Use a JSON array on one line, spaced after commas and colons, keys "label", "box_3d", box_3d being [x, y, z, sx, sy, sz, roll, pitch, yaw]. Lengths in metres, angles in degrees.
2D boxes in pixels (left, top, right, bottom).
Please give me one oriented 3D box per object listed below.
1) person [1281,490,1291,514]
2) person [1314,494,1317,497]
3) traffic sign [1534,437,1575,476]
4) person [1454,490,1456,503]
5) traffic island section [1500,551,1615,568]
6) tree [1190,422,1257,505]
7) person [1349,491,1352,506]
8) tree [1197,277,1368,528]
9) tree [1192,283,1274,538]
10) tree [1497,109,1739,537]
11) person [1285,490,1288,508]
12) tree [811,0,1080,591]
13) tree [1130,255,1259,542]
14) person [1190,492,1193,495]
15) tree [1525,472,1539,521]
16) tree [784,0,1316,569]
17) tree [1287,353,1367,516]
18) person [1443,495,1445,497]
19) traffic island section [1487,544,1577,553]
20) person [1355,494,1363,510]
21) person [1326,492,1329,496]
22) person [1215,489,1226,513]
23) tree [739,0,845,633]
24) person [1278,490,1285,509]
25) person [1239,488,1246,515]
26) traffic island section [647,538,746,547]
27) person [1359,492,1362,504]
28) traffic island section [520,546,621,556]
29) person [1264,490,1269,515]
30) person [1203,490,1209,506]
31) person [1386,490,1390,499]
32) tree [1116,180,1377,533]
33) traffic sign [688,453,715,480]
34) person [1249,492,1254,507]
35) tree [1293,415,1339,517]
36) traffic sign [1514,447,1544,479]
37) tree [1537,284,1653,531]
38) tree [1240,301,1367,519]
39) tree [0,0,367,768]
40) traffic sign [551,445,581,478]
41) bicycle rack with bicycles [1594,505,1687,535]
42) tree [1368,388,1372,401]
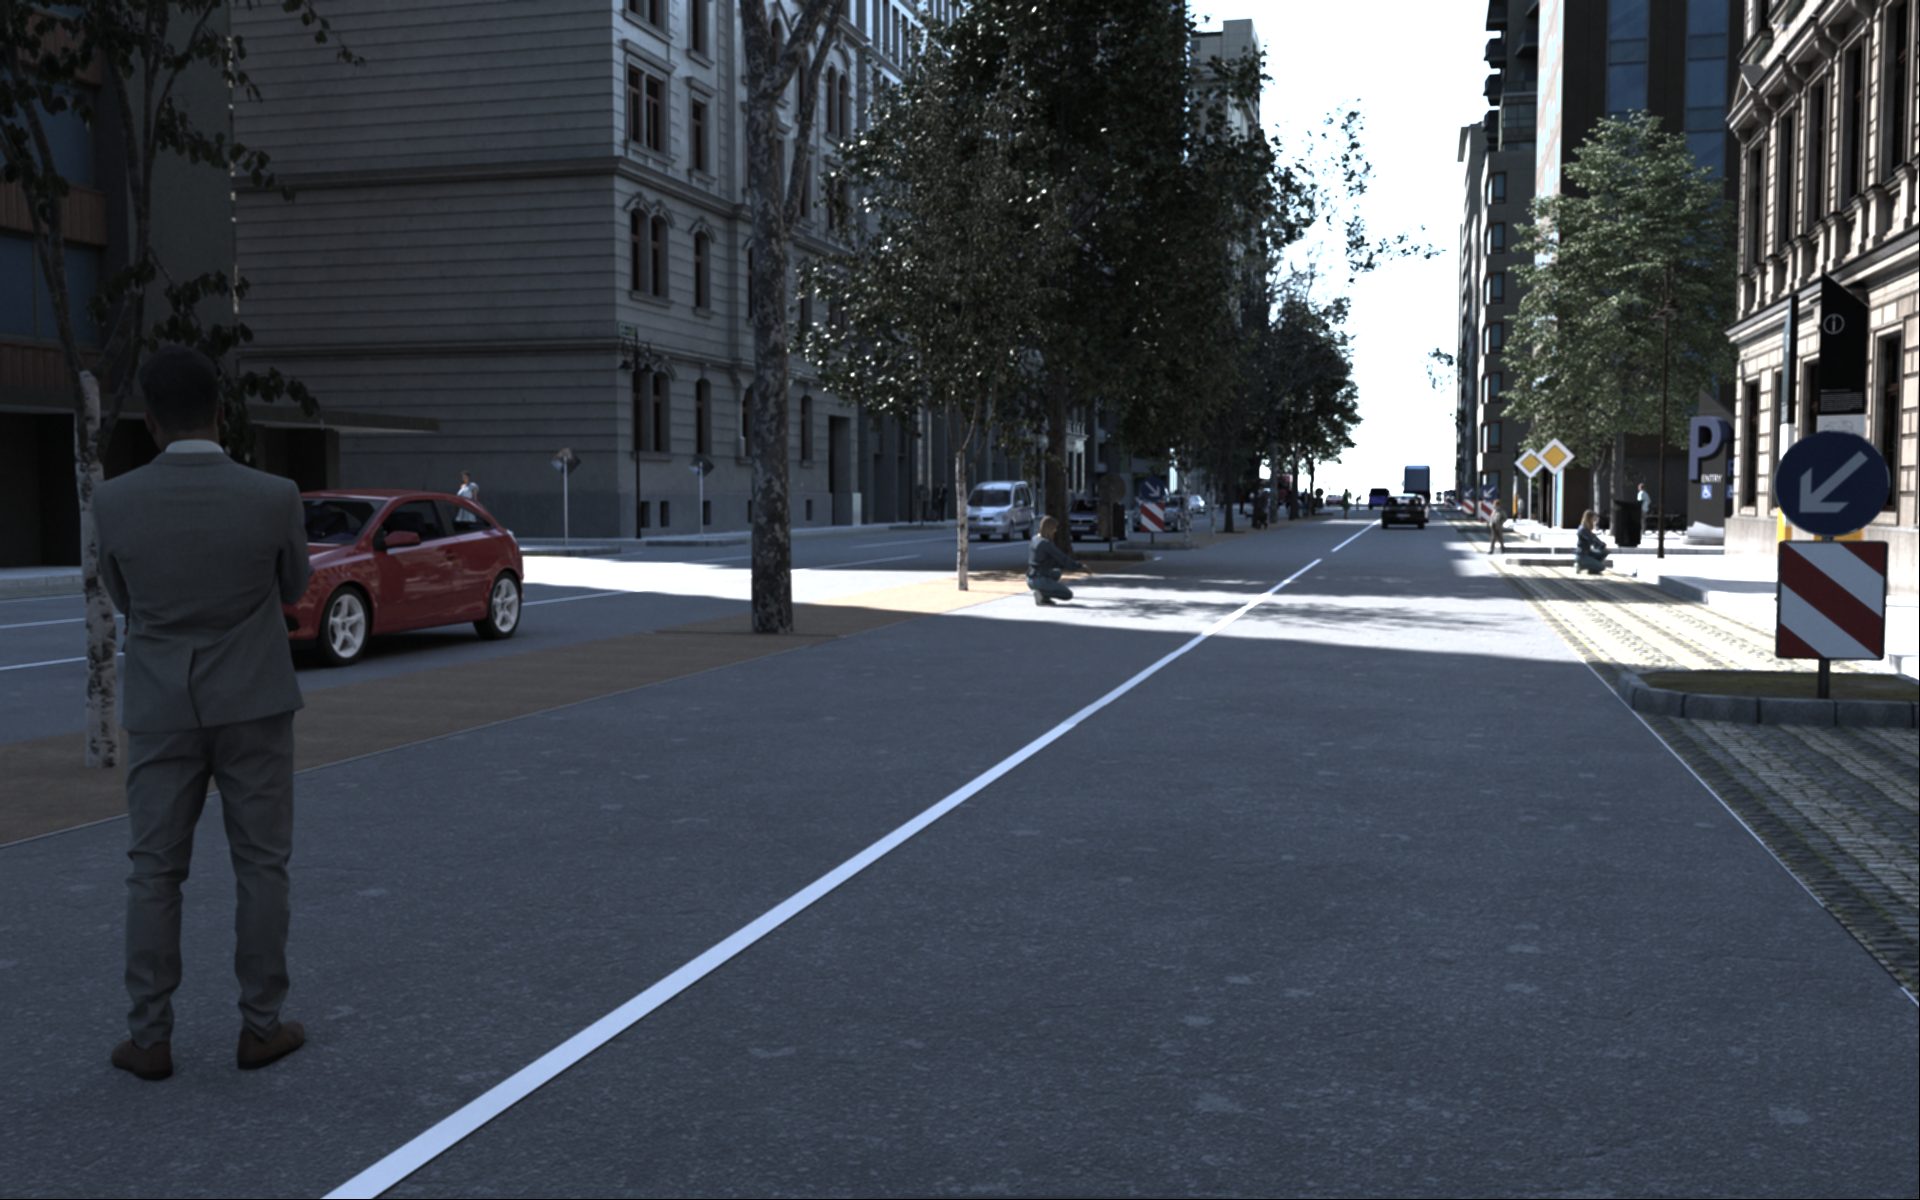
[{"label": "person", "box_3d": [23.150, -6.887, 121.791, 1.217, 1.739, 0.721, 0, 4, 5]}, {"label": "person", "box_3d": [49.459, -13.971, 240.110, 0.799, 1.438, 0.628, 0, 4, -1]}, {"label": "traffic sign", "box_3d": [12.121, -2.024, 35.284, 0.795, 2.593, 0.064, 1, 4, 15]}, {"label": "person", "box_3d": [65.113, -13.603, 228.089, 0.705, 1.869, 1.348, 1, 4, 14]}, {"label": "traffic island section", "box_3d": [12.146, -0.800, 35.360, 2.009, 0.180, 2.903, 1, 4, 15]}, {"label": "tree", "box_3d": [29.688, -17.706, 196.155, 9.857, 13.997, 8.962, 0, 3, 0]}, {"label": "person", "box_3d": [47.404, -12.333, 210.174, 0.705, 1.821, 1.348, 0, 4, 3]}, {"label": "tree", "box_3d": [12.456, -8.336, 73.164, 8.767, 10.594, 7.601, 1, 4, 15]}, {"label": "tree", "box_3d": [8.144, -6.285, 55.582, 4.360, 8.622, 3.978, 0, 3, 0]}, {"label": "tree", "box_3d": [20.146, -8.166, 51.639, 7.486, 12.596, 7.792, 0, 3, 0]}, {"label": "person", "box_3d": [33.173, -10.211, 175.410, 0.705, 1.831, 1.348, 2, 4, 33]}, {"label": "tree", "box_3d": [-0.005, -4.421, 25.107, 4.360, 8.622, 3.978, 0, 3, 0]}, {"label": "tree", "box_3d": [6.407, -5.871, 48.816, 4.737, 8.622, 4.395, 0, 3, 0]}, {"label": "person", "box_3d": [25.923, -11.632, 196.166, 1.348, 1.831, 0.705, 0, 4, 2]}, {"label": "tree", "box_3d": [27.846, -5.386, 82.663, 1.663, 3.219, 1.824, 0, 3, 0]}, {"label": "tree", "box_3d": [1.843, -6.934, 32.836, 9.611, 12.733, 9.660, 0, 3, 0]}, {"label": "tree", "box_3d": [23.097, -11.346, 113.726, 9.928, 11.665, 9.643, 0, 3, 0]}, {"label": "person", "box_3d": [63.525, -13.265, 226.858, 0.593, 1.643, 0.415, -3, 4, -36]}, {"label": "traffic island section", "box_3d": [14.194, -1.272, 43.079, 2.009, 0.180, 2.903, 1, 4, 15]}, {"label": "person", "box_3d": [35.514, -8.712, 154.122, 0.628, 1.438, 0.799, 1, 4, 19]}, {"label": "person", "box_3d": [58.073, -16.122, 272.885, 1.217, 1.735, 0.721, -3, 4, -38]}, {"label": "person", "box_3d": [19.630, -7.417, 129.765, 1.348, 1.824, 0.705, -1, 4, -14]}, {"label": "tree", "box_3d": [-0.984, -9.652, 16.149, 12.611, 20.169, 13.585, 0, 3, 0]}, {"label": "person", "box_3d": [30.710, -9.719, 167.411, 1.348, 1.823, 0.705, -1, 4, -15]}, {"label": "person", "box_3d": [19.684, -6.873, 120.817, 0.705, 1.831, 1.348, 2, 4, 27]}, {"label": "traffic island section", "box_3d": [-7.305, -1.620, 48.767, 2.009, 0.180, 2.903, 1, 4, 15]}, {"label": "person", "box_3d": [58.985, -15.070, 255.429, 0.617, 1.759, 0.750, -1, 4, -19]}, {"label": "traffic island section", "box_3d": [-9.353, -1.148, 41.049, 2.009, 0.180, 2.903, 1, 4, 15]}, {"label": "person", "box_3d": [21.370, -6.835, 120.927, 0.621, 1.740, 0.551, -1, 4, -19]}, {"label": "person", "box_3d": [27.570, -11.329, 192.099, 1.217, 1.723, 0.721, 2, 4, 24]}, {"label": "person", "box_3d": [38.422, -8.970, 155.093, 0.705, 1.831, 1.348, -1, 4, -16]}, {"label": "tree", "box_3d": [9.907, -9.217, 63.521, 12.009, 13.543, 11.850, 0, 3, 0]}, {"label": "traffic sign", "box_3d": [-7.280, -2.844, 48.694, 0.795, 2.593, 0.064, 1, 4, 15]}, {"label": "person", "box_3d": [32.369, -11.160, 191.897, 0.756, 1.711, 0.436, 0, 4, -6]}, {"label": "tree", "box_3d": [21.546, -9.381, 106.205, 4.360, 8.622, 3.978, 0, 3, 0]}, {"label": "traffic sign", "box_3d": [14.169, -2.496, 43.003, 0.795, 2.593, 0.064, 1, 4, 15]}, {"label": "tree", "box_3d": [21.740, -6.645, 59.010, 4.360, 8.622, 3.978, 0, 3, 0]}, {"label": "tree", "box_3d": [19.562, -10.985, 100.193, 7.486, 12.596, 7.792, 0, 3, 0]}, {"label": "tree", "box_3d": [-4.532, -3.410, 8.574, 4.360, 8.622, 3.978, 0, 3, 0]}, {"label": "traffic sign", "box_3d": [-9.328, -2.372, 40.975, 0.795, 2.593, 0.064, 1, 4, 15]}, {"label": "bicycle rack with bicycles", "box_3d": [21.638, -2.516, 54.516, 2.852, 0.926, 2.925, -3, 5, -44]}, {"label": "tree", "box_3d": [17.768, -9.539, 92.836, 8.767, 10.594, 7.601, 1, 4, 15]}]
